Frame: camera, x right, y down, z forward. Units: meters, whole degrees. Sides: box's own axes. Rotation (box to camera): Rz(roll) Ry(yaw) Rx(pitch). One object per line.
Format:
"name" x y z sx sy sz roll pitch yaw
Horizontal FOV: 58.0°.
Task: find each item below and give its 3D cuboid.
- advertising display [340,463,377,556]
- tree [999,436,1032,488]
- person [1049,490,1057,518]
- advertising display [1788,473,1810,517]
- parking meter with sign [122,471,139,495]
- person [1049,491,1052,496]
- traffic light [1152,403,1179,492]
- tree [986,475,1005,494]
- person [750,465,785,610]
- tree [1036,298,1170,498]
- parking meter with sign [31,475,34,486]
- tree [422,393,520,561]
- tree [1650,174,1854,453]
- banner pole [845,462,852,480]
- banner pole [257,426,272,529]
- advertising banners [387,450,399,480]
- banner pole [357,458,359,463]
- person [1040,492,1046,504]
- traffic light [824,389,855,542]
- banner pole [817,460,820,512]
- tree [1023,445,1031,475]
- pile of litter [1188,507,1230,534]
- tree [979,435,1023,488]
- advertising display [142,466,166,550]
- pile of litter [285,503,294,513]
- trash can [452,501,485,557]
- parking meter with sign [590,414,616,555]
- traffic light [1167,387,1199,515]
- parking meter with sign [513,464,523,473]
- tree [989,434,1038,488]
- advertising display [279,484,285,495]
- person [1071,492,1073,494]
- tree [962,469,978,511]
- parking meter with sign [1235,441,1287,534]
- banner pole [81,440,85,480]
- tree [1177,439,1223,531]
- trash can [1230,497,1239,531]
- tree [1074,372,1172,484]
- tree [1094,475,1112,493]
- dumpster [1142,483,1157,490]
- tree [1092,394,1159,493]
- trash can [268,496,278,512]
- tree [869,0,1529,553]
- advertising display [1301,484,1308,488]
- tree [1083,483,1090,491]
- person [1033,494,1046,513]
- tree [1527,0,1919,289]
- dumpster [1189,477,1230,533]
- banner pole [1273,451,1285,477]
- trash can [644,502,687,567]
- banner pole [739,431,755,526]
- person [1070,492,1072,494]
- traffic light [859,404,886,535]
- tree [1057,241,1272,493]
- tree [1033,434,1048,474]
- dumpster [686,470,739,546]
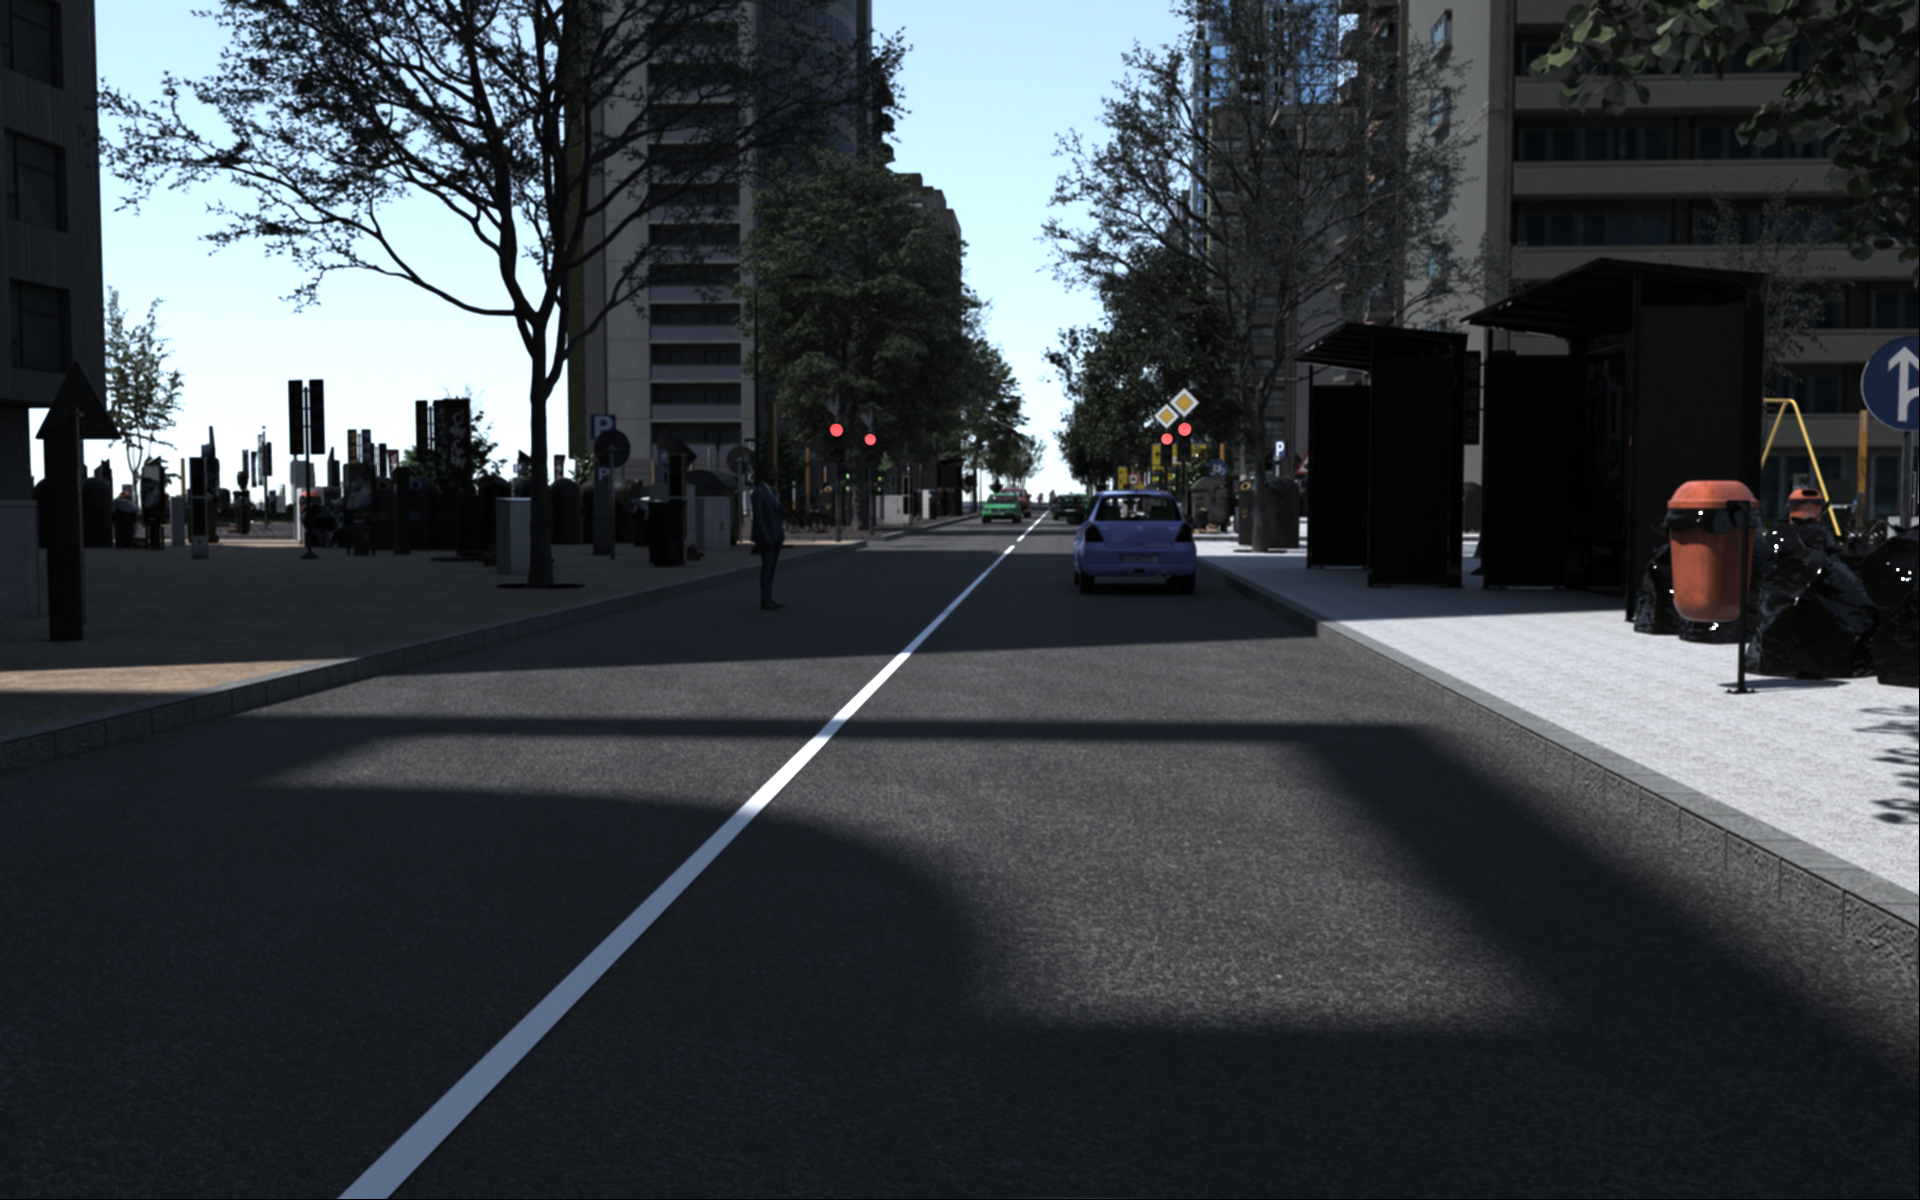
"advertising display" -12.549 -1.897 36.232 0.974 1.923 0.123 2 4 35
"tree" 6.041 -16.528 220.589 4.360 8.622 3.978 0 3 0
"person" 5.600 -5.789 104.158 0.512 1.701 0.522 1 4 18
"advertising display" 26.104 -2.978 53.899 0.974 1.923 0.123 -2 4 -35
"parking meter with sign" -63.997 -8.371 133.134 1.738 3.016 0.543 1 4 15
"person" 12.423 -13.861 234.993 0.709 1.838 0.599 -2 4 -31
"traffic light" 6.384 -3.968 53.791 0.839 4.253 0.868 0 4 3
"tree" 3.717 -10.865 172.239 1.663 3.219 1.824 0 3 0
"person" -2.420 -0.801 21.785 0.419 1.800 0.721 1 4 9
"tree" 12.984 -18.200 153.456 12.611 20.169 13.585 0 3 0
"parking meter with sign" -37.529 -4.481 69.522 1.738 3.016 0.543 -2 4 -26
"tree" -9.681 -2.362 33.225 1.663 3.219 1.824 0 3 0
"tree" 17.904 -5.447 39.415 4.360 8.622 3.978 0 3 0
"banner pole" -7.402 -7.804 117.606 0.863 3.779 0.401 -1 4 -23
"banner pole" -25.578 -4.496 63.519 0.401 3.779 0.863 -3 5 -43
"advertising banners" -21.322 -4.352 67.340 2.074 3.025 0.090 1 4 12
"banner pole" -41.791 -8.006 120.908 0.401 3.779 0.863 2 4 34
"person" 11.779 -14.755 250.463 1.217 1.735 0.721 0 4 7
"traffic light" -3.245 -3.513 46.358 0.839 4.253 0.868 0 4 3
"banner pole" -10.168 -8.282 125.422 0.401 3.779 0.863 0 4 -5
"tree" 6.151 -15.550 204.604 4.737 8.622 4.395 0 3 0
"pile of litter" 7.879 -2.572 56.017 1.719 0.858 1.176 1 4 15
"tree" 3.979 -14.706 190.797 4.737 8.622 4.395 0 3 0
"advertising display" -18.485 -2.111 39.723 0.974 1.923 0.123 3 5 43
"pile of litter" -32.193 -4.197 82.583 1.176 0.858 1.719 1 4 21
"trash can" -9.873 -1.428 35.007 0.748 1.137 0.748 0 3 0
"parking meter with sign" -7.658 -2.501 37.150 0.543 3.016 1.738 -1 4 -10
"traffic light" 5.900 -3.480 45.821 0.839 4.253 0.868 0 4 3
"parking meter with sign" -25.369 -6.370 100.408 0.543 3.016 1.738 0 4 2
"tree" 7.239 -18.531 237.399 7.601 10.594 8.767 0 4 2
"advertising display" -44.246 -6.595 113.041 0.123 1.923 0.974 -3 4 -37
"person" 16.936 -15.495 262.624 1.217 1.735 0.721 -2 4 -24
"tree" 0.690 -8.538 134.196 1.663 3.219 1.824 0 3 0
"parking meter with sign" 9.750 -3.667 56.224 1.738 3.016 0.543 -2 4 -28
"banner pole" -29.474 -4.131 57.556 0.401 3.779 0.863 2 4 34
"tree" 8.490 -4.073 61.203 1.663 3.219 1.824 0 3 0
"trash can" 9.375 -2.798 57.402 0.748 1.137 0.748 0 3 0
"tree" 11.827 -11.457 121.729 8.767 10.594 7.601 -1 4 -16
"tree" 13.857 -10.759 170.516 1.663 3.219 1.824 0 3 0
"dumpster" 9.666 -4.909 86.021 1.264 1.857 1.865 0 4 3
"tree" 11.734 -9.996 113.789 4.360 8.622 3.978 0 3 0
"trash can" -42.746 -5.862 107.491 0.748 1.137 0.748 0 3 0
"tree" 6.523 -7.781 37.597 12.009 13.543 11.850 0 3 0
"advertising display" 22.867 -6.689 114.572 0.974 1.923 0.123 -1 4 -23
"tree" 21.869 -20.458 284.854 4.360 8.622 3.978 0 3 0
"person" 6.135 -7.483 134.072 0.991 1.433 0.599 1 4 10
"tree" 4.927 -6.062 5.764 9.857 13.997 8.962 0 3 0
"dumpster" 8.384 -3.199 58.054 1.264 1.857 1.865 0 4 3
"banner pole" 16.468 -6.066 89.189 0.863 3.779 0.401 3 5 45
"trash can" -5.216 -1.167 30.742 0.748 1.137 0.748 0 3 0
"banner pole" -8.468 -4.815 68.742 0.863 3.779 0.401 1 4 15
"person" 16.065 -14.801 251.169 0.621 1.740 0.551 -2 4 -34
"traffic light" -2.762 -4.000 54.328 0.839 4.253 0.868 0 4 3
"tree" 9.040 -9.766 76.682 9.611 12.733 9.660 0 3 0
"tree" 10.491 -22.172 288.259 9.928 11.665 9.643 0 3 0
"dumpster" -6.143 -2.217 42.012 1.264 1.857 1.865 0 4 3
